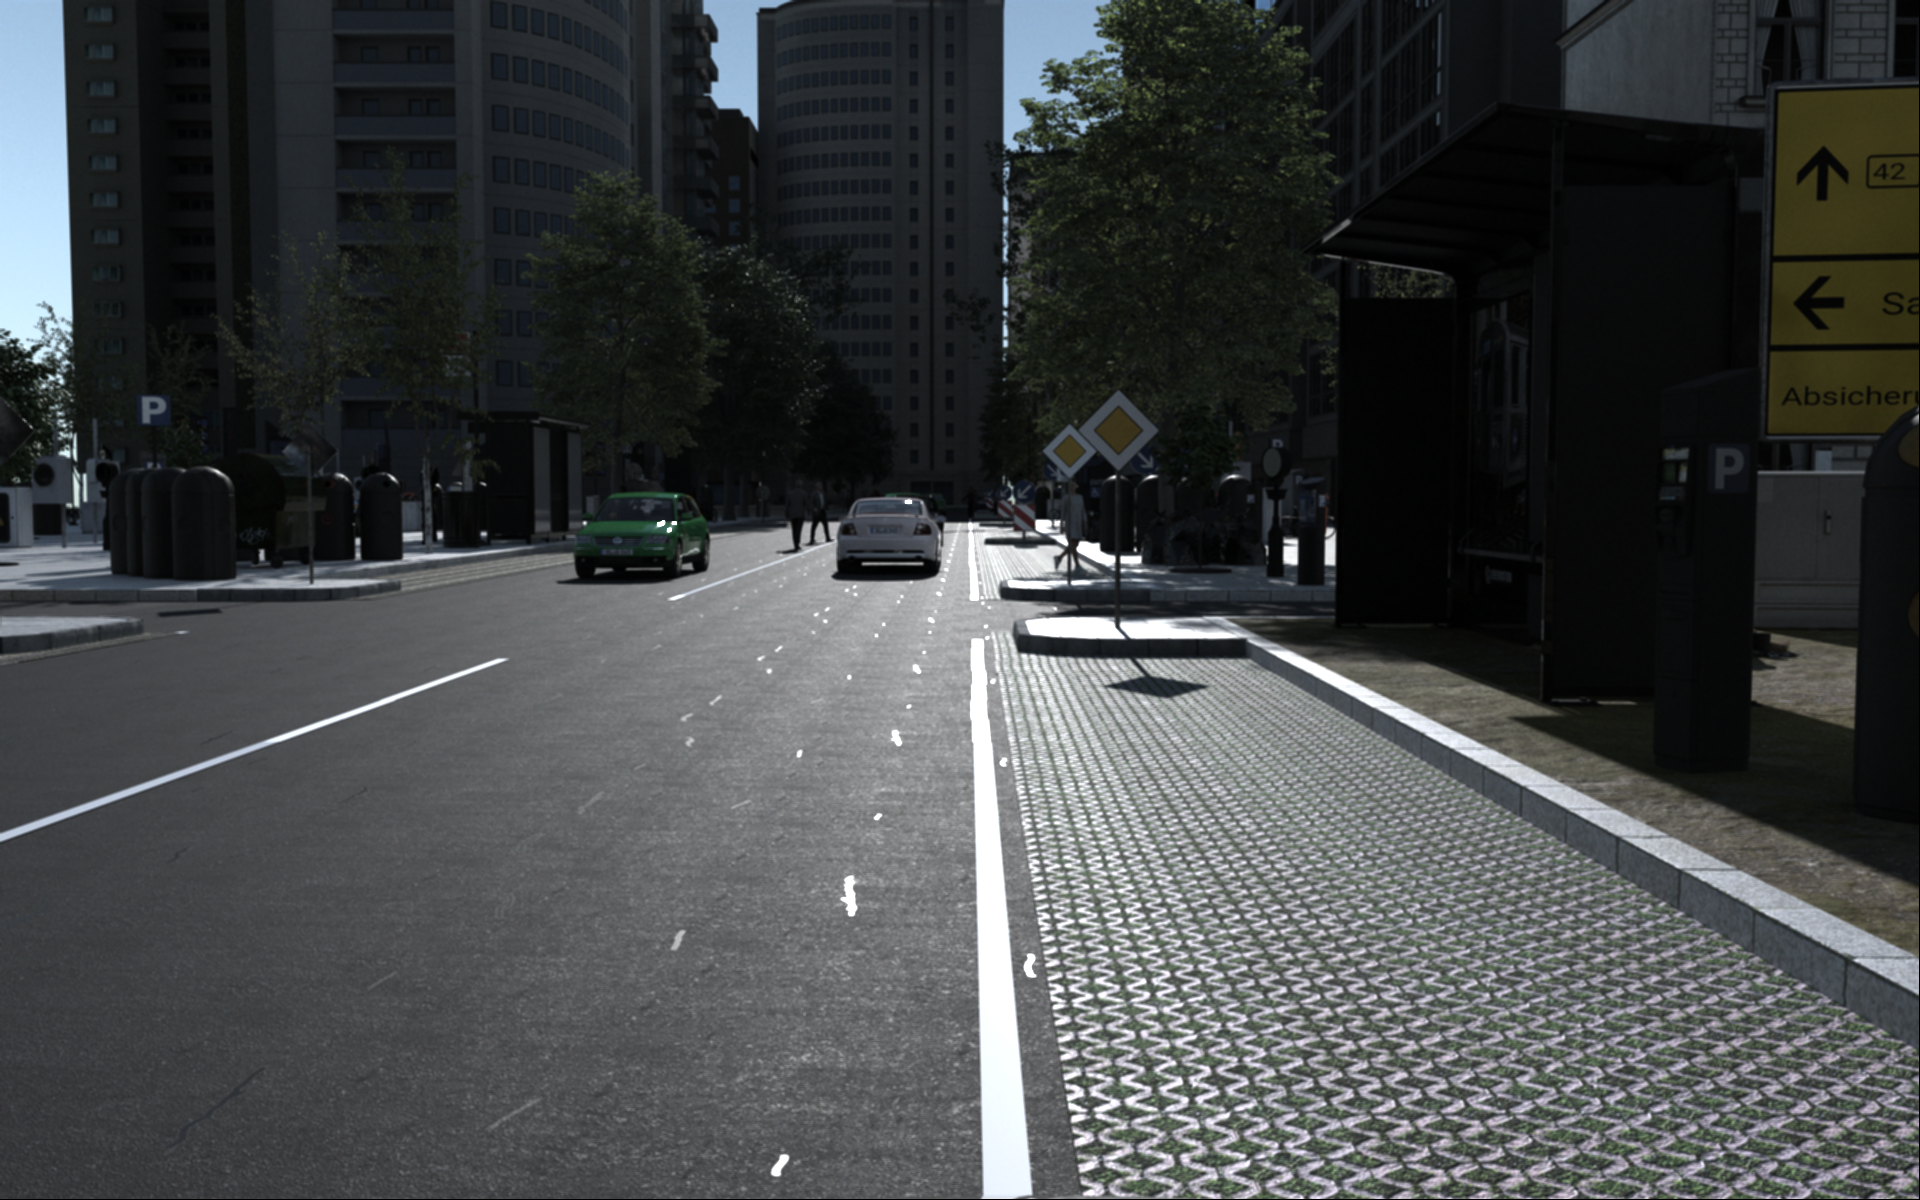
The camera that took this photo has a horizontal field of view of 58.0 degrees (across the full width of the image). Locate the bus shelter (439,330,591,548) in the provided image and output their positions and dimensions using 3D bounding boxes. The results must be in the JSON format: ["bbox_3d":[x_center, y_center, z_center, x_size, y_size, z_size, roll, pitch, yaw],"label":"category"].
[{"bbox_3d":[-11.677,-4.136,45.252,2.179,5.291,8.768,0,4,0],"label":"bus shelter"}]

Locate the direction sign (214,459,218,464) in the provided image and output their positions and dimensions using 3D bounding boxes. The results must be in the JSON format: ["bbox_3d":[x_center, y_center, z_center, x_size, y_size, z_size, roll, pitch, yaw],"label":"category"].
[{"bbox_3d":[-42.726,-6.529,98.740,0.876,3.537,0.379,0,4,-4],"label":"direction sign"}]

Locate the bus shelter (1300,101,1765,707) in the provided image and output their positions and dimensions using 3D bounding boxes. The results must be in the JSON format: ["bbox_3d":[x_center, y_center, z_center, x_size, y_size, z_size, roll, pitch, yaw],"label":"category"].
[{"bbox_3d":[4.084,-1.360,13.513,1.731,3.624,6.357,0,4,0],"label":"bus shelter"}]

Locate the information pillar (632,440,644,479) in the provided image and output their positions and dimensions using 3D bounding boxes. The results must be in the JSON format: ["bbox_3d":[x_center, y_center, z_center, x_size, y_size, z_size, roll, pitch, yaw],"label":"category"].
[{"bbox_3d":[-13.430,-4.958,72.426,0.504,3.616,0.183,0,4,-6],"label":"information pillar"}]

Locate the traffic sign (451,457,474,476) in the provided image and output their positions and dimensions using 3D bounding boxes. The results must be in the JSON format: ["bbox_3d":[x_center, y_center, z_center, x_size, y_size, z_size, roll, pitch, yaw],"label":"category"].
[{"bbox_3d":[-14.618,-3.127,51.128,0.884,2.594,0.081,1,4,9],"label":"traffic sign"}]

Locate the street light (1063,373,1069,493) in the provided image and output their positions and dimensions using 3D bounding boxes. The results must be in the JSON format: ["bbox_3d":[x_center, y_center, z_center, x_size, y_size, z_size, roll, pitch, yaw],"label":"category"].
[{"bbox_3d":[3.769,-5.367,60.532,0.468,5.910,1.993,0,4,0],"label":"street light"}]

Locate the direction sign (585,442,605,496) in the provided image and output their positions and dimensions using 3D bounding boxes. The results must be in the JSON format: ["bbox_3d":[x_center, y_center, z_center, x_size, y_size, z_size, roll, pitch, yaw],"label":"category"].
[{"bbox_3d":[-15.824,-5.088,75.191,0.876,3.537,0.379,0,4,7],"label":"direction sign"}]

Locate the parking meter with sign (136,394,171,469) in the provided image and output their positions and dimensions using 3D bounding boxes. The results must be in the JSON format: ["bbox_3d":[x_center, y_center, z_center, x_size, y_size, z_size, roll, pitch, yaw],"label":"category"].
[{"bbox_3d":[-14.484,-2.137,31.194,0.543,3.016,1.738,-2,4,-24],"label":"parking meter with sign"}]

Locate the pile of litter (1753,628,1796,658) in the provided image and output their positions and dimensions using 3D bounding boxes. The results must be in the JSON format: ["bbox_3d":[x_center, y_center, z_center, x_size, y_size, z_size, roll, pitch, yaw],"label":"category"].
[{"bbox_3d":[6.074,-0.023,14.340,1.176,0.858,1.719,-1,4,-14],"label":"pile of litter"}]

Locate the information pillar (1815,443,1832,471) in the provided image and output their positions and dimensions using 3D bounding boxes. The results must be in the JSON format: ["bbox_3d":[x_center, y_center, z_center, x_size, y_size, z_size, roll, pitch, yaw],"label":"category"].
[{"bbox_3d":[16.484,-2.552,33.088,0.504,3.616,0.183,-3,4,-37],"label":"information pillar"}]

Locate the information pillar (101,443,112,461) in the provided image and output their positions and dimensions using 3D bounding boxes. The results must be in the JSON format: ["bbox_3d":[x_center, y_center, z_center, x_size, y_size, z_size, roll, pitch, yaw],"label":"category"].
[{"bbox_3d":[-39.544,-5.441,80.310,0.183,3.616,0.504,2,4,32],"label":"information pillar"}]

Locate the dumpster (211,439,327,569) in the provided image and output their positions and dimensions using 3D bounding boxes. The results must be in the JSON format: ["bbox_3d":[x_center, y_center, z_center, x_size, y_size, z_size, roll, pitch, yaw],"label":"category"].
[{"bbox_3d":[-12.244,-1.712,30.483,1.502,2.255,1.985,0,4,0],"label":"dumpster"}]

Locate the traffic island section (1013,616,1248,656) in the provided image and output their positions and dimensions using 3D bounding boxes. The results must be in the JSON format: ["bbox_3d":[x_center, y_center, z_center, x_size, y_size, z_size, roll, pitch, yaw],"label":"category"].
[{"bbox_3d":[1.534,0.344,16.659,2.009,0.180,2.903,0,4,0],"label":"traffic island section"}]

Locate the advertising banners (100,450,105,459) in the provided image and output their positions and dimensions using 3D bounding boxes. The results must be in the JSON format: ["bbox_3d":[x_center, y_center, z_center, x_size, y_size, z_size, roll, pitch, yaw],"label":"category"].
[{"bbox_3d":[-33.596,-4.425,68.539,2.074,3.025,0.090,3,5,43],"label":"advertising banners"}]

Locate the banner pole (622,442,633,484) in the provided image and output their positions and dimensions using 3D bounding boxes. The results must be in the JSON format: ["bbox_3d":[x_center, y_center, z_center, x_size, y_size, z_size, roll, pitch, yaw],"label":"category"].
[{"bbox_3d":[-14.196,-5.086,73.171,0.863,3.779,0.401,-1,4,-9],"label":"banner pole"}]

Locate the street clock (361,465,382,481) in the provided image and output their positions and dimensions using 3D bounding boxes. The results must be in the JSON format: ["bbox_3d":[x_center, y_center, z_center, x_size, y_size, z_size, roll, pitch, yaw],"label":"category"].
[{"bbox_3d":[-14.594,-2.350,42.998,0.471,2.002,0.358,-3,4,-36],"label":"street clock"}]

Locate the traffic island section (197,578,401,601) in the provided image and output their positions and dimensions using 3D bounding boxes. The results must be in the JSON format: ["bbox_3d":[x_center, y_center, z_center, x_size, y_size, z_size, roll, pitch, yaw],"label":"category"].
[{"bbox_3d":[-9.267,-0.148,24.703,2.009,0.180,2.903,0,4,0],"label":"traffic island section"}]

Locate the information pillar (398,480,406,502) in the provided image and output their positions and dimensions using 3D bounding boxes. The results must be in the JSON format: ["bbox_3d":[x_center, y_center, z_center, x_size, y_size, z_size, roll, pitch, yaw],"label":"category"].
[{"bbox_3d":[-30.075,-5.438,93.411,0.304,2.012,0.304,0,4,6],"label":"information pillar"}]

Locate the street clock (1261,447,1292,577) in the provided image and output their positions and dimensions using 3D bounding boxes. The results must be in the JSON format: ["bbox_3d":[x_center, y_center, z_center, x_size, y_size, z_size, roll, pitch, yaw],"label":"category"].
[{"bbox_3d":[4.881,-1.356,26.746,0.358,2.002,0.471,-2,4,-32],"label":"street clock"}]

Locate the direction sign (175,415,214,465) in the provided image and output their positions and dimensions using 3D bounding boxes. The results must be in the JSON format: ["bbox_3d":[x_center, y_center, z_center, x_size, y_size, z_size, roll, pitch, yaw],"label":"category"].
[{"bbox_3d":[-22.131,-3.547,49.991,0.876,3.537,0.379,-2,4,-28],"label":"direction sign"}]

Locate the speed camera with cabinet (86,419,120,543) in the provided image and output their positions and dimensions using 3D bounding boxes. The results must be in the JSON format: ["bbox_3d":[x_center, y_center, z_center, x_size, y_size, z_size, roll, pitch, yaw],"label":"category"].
[{"bbox_3d":[-21.965,-3.113,45.228,2.038,3.252,0.660,2,4,32],"label":"speed camera with cabinet"}]

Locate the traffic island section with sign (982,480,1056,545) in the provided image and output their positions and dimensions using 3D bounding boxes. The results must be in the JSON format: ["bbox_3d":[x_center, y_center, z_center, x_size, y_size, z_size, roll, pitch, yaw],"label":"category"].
[{"bbox_3d":[1.703,-2.495,49.426,1.989,1.847,2.006,0,4,0],"label":"traffic island section with sign"}]

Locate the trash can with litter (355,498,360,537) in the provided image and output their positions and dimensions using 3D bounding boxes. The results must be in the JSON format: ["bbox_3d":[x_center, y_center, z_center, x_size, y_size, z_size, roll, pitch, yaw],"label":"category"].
[{"bbox_3d":[-17.789,-2.424,51.024,0.624,1.170,1.055,1,4,20],"label":"trash can with litter"}]

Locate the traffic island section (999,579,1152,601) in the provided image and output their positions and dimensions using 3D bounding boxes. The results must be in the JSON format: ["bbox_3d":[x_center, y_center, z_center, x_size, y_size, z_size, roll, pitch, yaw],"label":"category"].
[{"bbox_3d":[1.574,-0.145,24.644,2.009,0.180,2.903,0,4,0],"label":"traffic island section"}]

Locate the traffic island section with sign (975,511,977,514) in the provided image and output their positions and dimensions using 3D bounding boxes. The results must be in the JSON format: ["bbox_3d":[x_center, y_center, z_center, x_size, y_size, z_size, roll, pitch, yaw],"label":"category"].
[{"bbox_3d":[2.093,-7.203,126.397,1.989,1.847,2.006,0,4,0],"label":"traffic island section with sign"}]

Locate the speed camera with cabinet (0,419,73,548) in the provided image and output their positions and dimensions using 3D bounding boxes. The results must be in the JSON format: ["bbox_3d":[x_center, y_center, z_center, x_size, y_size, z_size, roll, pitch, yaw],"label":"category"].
[{"bbox_3d":[-22.213,-2.865,41.172,2.038,3.252,0.660,1,4,9],"label":"speed camera with cabinet"}]

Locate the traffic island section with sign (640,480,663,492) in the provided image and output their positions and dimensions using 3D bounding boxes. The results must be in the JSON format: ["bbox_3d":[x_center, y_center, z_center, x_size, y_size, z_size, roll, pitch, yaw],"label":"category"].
[{"bbox_3d":[-8.820,-2.488,49.304,1.989,1.847,2.006,0,4,0],"label":"traffic island section with sign"}]

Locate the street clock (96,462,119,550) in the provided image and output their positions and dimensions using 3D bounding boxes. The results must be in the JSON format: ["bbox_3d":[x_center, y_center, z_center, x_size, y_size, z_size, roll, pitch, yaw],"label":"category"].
[{"bbox_3d":[-19.438,-2.138,39.518,0.471,2.002,0.358,1,4,22],"label":"street clock"}]

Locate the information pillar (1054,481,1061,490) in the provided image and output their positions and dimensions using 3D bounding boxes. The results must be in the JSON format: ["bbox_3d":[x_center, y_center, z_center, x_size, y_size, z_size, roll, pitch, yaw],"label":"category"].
[{"bbox_3d":[5.393,-5.549,95.214,0.304,2.012,0.304,-3,5,-40],"label":"information pillar"}]

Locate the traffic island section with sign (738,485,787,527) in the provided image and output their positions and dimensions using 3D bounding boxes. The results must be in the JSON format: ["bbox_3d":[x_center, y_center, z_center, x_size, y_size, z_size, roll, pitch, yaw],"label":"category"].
[{"bbox_3d":[-8.674,-4.145,76.405,1.989,1.847,2.006,0,4,0],"label":"traffic island section with sign"}]

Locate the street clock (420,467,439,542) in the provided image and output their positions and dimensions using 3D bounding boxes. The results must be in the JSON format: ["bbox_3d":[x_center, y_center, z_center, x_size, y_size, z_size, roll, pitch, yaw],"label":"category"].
[{"bbox_3d":[-14.177,-2.565,46.500,0.358,2.002,0.471,0,4,8],"label":"street clock"}]

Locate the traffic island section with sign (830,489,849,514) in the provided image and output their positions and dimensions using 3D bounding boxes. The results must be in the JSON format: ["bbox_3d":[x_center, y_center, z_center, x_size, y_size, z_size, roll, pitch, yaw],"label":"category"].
[{"bbox_3d":[-8.425,-7.207,126.459,1.989,1.847,2.006,0,4,0],"label":"traffic island section with sign"}]

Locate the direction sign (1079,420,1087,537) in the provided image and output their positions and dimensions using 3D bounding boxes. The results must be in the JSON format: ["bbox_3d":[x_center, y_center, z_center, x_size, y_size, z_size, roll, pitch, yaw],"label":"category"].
[{"bbox_3d":[3.637,-3.644,51.578,0.379,3.537,0.876,1,4,17],"label":"direction sign"}]

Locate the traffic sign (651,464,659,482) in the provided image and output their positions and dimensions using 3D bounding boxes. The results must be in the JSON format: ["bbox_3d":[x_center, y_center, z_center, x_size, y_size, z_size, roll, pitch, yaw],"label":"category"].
[{"bbox_3d":[-12.601,-4.446,72.794,0.768,2.556,0.104,0,4,5],"label":"traffic sign"}]

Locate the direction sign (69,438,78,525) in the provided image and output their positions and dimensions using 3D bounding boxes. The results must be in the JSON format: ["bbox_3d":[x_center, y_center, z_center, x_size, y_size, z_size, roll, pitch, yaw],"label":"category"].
[{"bbox_3d":[-36.264,-4.817,70.752,0.379,3.537,0.876,-2,4,-28],"label":"direction sign"}]

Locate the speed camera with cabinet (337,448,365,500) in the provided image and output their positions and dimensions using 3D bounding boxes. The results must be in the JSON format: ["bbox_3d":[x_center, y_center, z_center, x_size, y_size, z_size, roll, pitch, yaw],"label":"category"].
[{"bbox_3d":[-26.719,-4.974,75.653,0.660,3.252,2.038,2,4,29],"label":"speed camera with cabinet"}]

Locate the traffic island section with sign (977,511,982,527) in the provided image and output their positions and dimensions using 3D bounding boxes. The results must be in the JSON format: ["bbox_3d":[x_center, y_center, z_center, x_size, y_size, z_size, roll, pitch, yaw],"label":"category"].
[{"bbox_3d":[1.844,-4.144,76.381,1.989,1.847,2.006,0,4,0],"label":"traffic island section with sign"}]

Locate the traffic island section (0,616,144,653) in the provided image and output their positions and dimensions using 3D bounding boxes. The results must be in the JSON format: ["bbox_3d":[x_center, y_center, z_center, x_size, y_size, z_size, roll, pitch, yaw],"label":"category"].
[{"bbox_3d":[-9.307,0.340,16.718,2.009,0.180,2.903,0,4,0],"label":"traffic island section"}]

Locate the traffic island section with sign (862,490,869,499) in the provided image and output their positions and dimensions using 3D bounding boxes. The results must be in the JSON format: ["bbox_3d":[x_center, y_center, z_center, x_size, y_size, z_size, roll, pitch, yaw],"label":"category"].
[{"bbox_3d":[-8.295,-8.862,153.527,1.989,1.847,2.006,0,4,0],"label":"traffic island section with sign"}]

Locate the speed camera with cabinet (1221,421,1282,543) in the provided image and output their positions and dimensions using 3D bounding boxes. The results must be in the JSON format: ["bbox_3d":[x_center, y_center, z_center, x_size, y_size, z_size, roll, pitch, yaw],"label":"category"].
[{"bbox_3d":[7.798,-3.184,46.396,0.660,3.252,2.038,-2,4,-26],"label":"speed camera with cabinet"}]

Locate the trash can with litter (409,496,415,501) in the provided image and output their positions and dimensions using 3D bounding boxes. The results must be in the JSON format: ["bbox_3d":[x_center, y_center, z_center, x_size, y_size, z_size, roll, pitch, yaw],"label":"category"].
[{"bbox_3d":[-22.174,-3.601,69.931,1.678,1.210,2.233,-2,4,-26],"label":"trash can with litter"}]

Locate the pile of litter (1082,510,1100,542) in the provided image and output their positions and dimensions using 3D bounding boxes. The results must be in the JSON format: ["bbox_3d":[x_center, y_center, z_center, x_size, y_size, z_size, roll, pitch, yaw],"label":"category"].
[{"bbox_3d":[3.840,-2.017,46.949,1.176,0.858,1.719,0,4,-3],"label":"pile of litter"}]

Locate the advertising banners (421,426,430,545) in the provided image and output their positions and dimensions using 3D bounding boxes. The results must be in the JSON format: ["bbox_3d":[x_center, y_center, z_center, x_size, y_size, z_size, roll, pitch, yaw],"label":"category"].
[{"bbox_3d":[-13.600,-2.932,44.118,0.090,3.025,2.074,-1,4,-12],"label":"advertising banners"}]

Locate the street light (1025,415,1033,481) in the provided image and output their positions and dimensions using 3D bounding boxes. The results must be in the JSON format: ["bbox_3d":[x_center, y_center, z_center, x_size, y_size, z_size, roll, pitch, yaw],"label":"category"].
[{"bbox_3d":[3.954,-7.739,99.314,0.468,5.910,1.993,0,4,0],"label":"street light"}]

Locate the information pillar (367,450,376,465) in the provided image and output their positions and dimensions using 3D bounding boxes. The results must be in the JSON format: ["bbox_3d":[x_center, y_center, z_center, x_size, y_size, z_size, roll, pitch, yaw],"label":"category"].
[{"bbox_3d":[-31.029,-6.121,91.425,0.504,3.616,0.183,1,4,17],"label":"information pillar"}]

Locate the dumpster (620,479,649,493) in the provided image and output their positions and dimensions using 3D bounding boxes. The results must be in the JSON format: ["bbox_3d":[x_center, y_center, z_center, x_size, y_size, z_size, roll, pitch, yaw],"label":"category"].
[{"bbox_3d":[-12.474,-3.770,67.392,1.264,1.857,1.865,0,4,0],"label":"dumpster"}]

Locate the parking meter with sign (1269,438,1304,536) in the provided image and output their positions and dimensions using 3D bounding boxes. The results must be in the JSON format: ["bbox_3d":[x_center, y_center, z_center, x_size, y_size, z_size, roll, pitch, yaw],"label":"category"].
[{"bbox_3d":[10.247,-3.498,53.454,0.543,3.016,1.738,-2,4,-25],"label":"parking meter with sign"}]

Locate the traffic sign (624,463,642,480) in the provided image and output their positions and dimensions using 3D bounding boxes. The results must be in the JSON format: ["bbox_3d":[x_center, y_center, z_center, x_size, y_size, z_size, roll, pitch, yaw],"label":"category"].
[{"bbox_3d":[-13.211,-4.275,69.997,0.768,2.556,0.104,1,4,8],"label":"traffic sign"}]
